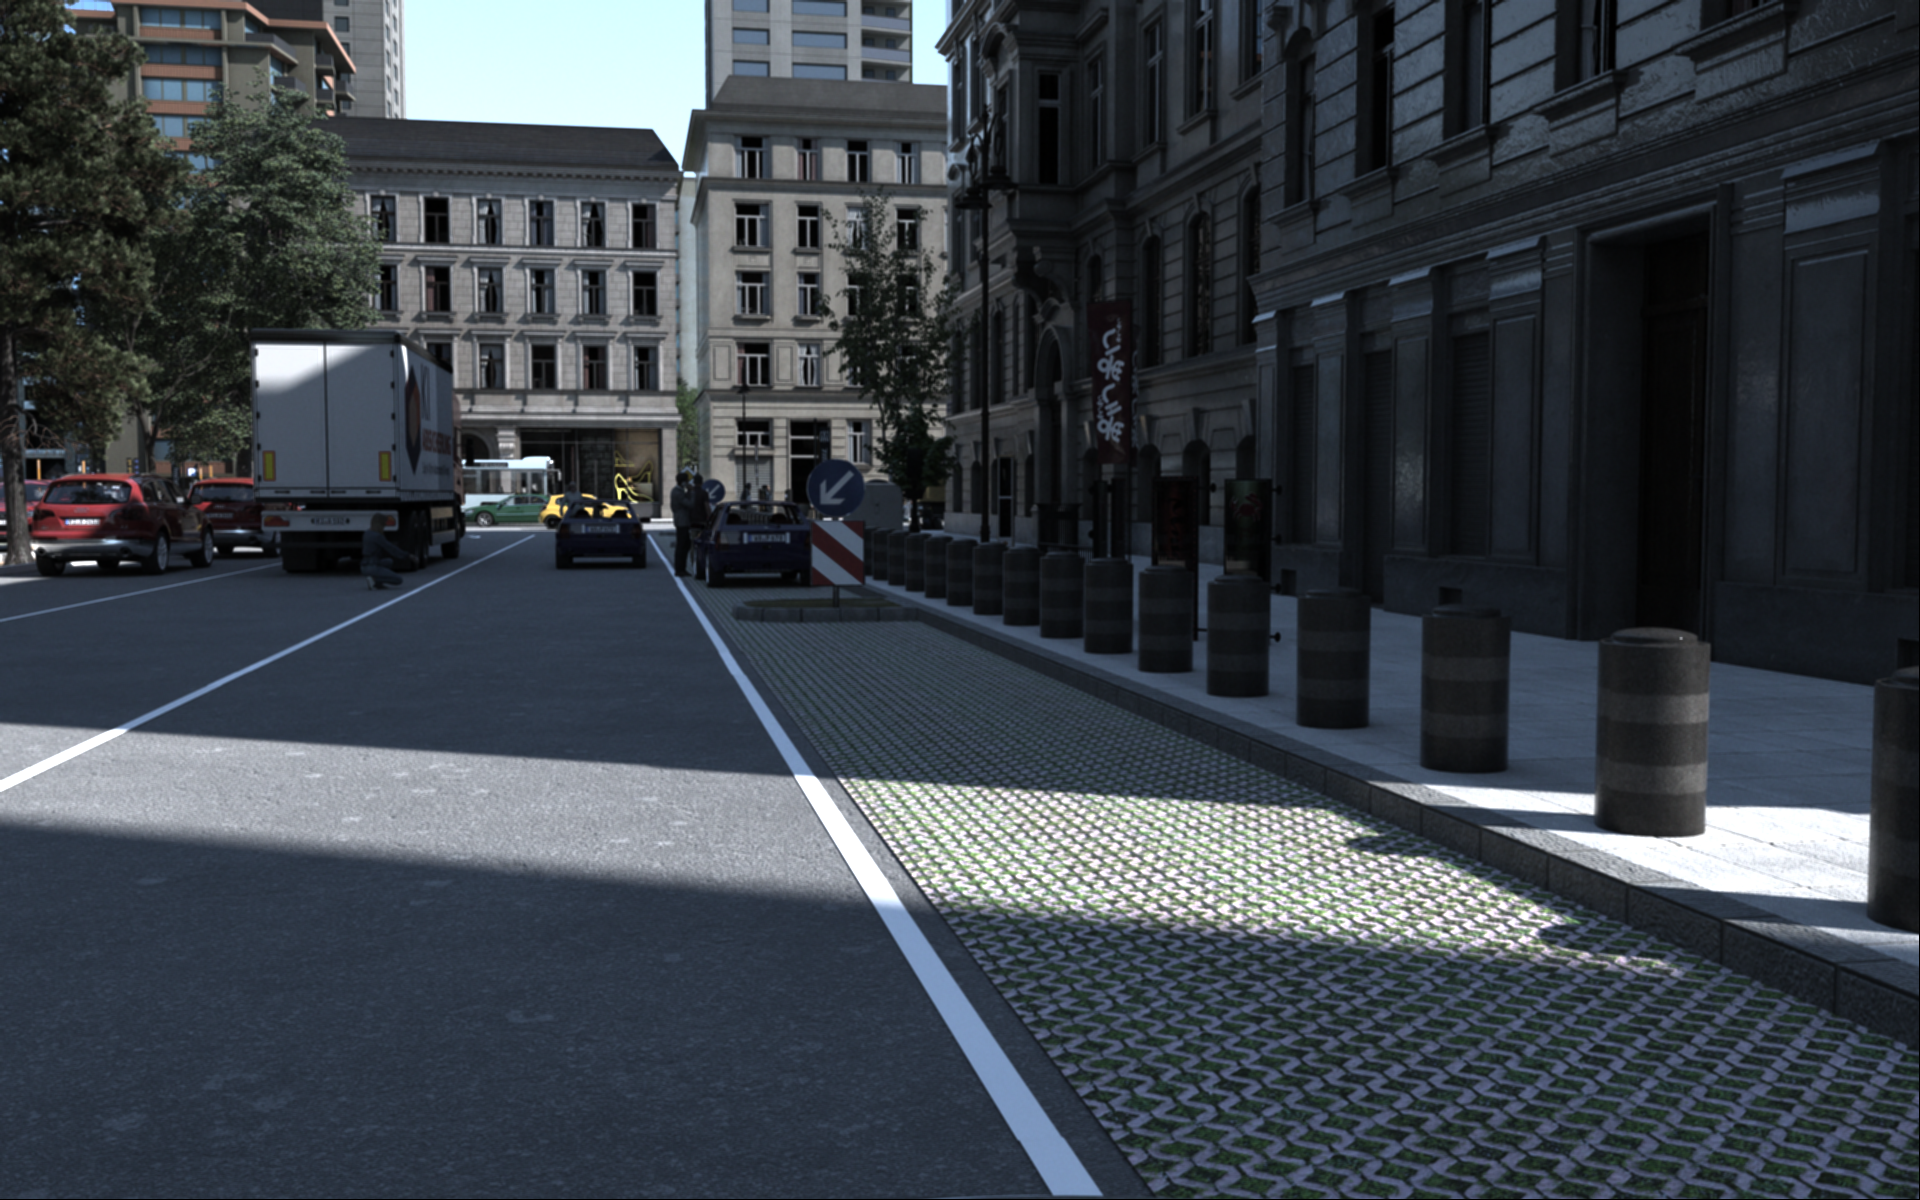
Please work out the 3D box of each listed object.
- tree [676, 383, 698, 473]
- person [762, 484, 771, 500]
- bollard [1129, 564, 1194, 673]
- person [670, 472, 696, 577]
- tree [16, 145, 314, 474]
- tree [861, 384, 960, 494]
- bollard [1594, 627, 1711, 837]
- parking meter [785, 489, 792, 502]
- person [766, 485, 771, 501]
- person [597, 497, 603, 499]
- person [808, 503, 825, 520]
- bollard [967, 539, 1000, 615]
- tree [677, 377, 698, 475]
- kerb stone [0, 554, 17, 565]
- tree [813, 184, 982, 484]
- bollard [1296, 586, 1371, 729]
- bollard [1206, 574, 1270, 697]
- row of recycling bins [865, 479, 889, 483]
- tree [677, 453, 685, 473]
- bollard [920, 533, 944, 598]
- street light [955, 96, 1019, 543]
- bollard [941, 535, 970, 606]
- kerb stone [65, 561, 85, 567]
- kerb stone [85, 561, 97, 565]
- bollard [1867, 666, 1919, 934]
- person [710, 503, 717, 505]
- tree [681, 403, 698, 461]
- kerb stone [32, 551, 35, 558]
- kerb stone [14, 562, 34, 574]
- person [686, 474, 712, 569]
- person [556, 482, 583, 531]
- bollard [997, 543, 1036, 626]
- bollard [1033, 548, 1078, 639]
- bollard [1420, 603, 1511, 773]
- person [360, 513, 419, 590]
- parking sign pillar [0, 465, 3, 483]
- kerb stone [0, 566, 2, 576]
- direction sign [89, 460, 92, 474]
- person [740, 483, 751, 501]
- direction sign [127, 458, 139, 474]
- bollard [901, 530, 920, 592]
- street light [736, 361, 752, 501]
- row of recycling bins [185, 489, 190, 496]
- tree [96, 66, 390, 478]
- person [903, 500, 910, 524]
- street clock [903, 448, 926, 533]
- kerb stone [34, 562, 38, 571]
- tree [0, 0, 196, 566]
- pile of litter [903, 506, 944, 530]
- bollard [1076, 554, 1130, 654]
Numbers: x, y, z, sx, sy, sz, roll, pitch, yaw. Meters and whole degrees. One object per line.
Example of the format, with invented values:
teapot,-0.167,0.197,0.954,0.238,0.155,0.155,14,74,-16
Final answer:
tree,-25.209,-14.101,156.306,9.928,11.665,9.643,0,3,0
person,-7.551,-3.580,67.220,0.473,1.802,0.592,0,4,3
bollard,1.494,0.131,12.575,0.404,0.777,0.398,0,3,0
person,-4.795,-1.306,30.031,0.473,1.802,0.592,0,4,-5
tree,-20.160,-6.515,43.392,8.767,10.594,7.601,-1,4,-11
tree,-0.739,-2.204,30.640,1.663,3.219,1.824,0,3,0
bollard,2.653,0.494,6.642,0.404,0.777,0.398,0,3,0
parking meter,-8.631,-4.824,87.285,0.372,1.533,0.369,0,3,0
person,-7.925,-3.787,70.643,0.641,1.798,0.478,-1,4,-16
person,-11.329,-2.539,53.926,0.435,1.345,0.340,-1,4,-15
person,-6.372,-4.146,76.781,0.782,1.767,0.515,-2,4,-34
bollard,0.340,-0.231,18.500,0.404,0.777,0.398,0,3,0
tree,-27.980,-15.266,167.729,7.486,12.596,7.792,0,3,0
kerb stone,-20.342,-0.908,37.071,0.120,0.150,1.000,-1,4,-11
tree,-1.561,-5.560,41.272,4.737,8.622,4.395,0,3,0
bollard,2.073,0.312,9.619,0.404,0.777,0.398,0,3,0
bollard,1.781,0.222,11.094,0.404,0.777,0.398,0,3,0
row of recycling bins,-2.347,-2.603,49.666,1.069,1.692,3.534,0,4,-2
tree,-37.382,-17.329,217.738,7.601,10.594,8.767,0,4,4
bollard,-0.238,-0.412,21.457,0.404,0.777,0.398,0,3,0
street light,0.302,-2.929,20.682,0.468,5.910,1.993,-1,4,-11
bollard,0.045,-0.322,19.981,0.404,0.777,0.398,0,3,0
kerb stone,-17.702,-0.752,34.491,0.120,0.150,1.000,-1,4,-11
kerb stone,-17.898,-0.814,35.497,0.120,0.150,1.000,-1,4,-11
bollard,2.941,0.584,5.167,0.404,0.777,0.398,0,3,0
person,-11.957,-4.353,82.900,0.697,1.427,0.421,-1,4,-10
tree,-18.598,-10.887,128.363,4.360,8.622,3.978,0,3,0
kerb stone,-20.749,-1.033,39.092,0.120,0.150,1.000,-1,4,-11
kerb stone,-17.110,-0.567,31.464,0.120,0.150,1.000,-1,4,-11
person,-4.959,-1.496,33.095,0.598,1.807,0.434,2,4,34
person,-10.620,-2.341,47.269,0.782,1.767,0.515,-2,4,-30
bollard,0.623,-0.141,17.018,0.404,0.777,0.398,0,3,0
bollard,0.918,-0.050,15.530,0.404,0.777,0.398,0,3,0
bollard,2.368,0.403,8.122,0.404,0.777,0.398,0,3,0
person,-8.740,-0.745,26.187,0.738,1.151,1.012,-3,5,-41
parking sign pillar,-71.766,-8.623,129.464,1.447,3.967,1.447,-3,5,-41
kerb stone,-16.921,-0.502,30.457,0.120,0.150,1.000,-1,4,-11
direction sign,-53.552,-7.017,106.723,0.379,3.537,0.876,-3,4,-37
person,-7.718,-3.305,62.638,0.850,1.850,0.679,0,4,-1
direction sign,-51.835,-7.132,108.598,0.379,3.537,0.876,1,4,22
bollard,-0.525,-0.503,22.934,0.404,0.777,0.398,0,3,0
street light,-7.496,-5.344,60.163,0.468,5.910,1.993,-1,4,-11
row of recycling bins,-61.567,-8.179,140.843,1.069,1.692,3.534,2,4,34
tree,-21.918,-8.775,52.579,9.857,13.997,8.962,0,3,0
person,-2.814,-4.290,84.139,1.012,1.151,0.738,-3,5,-42
street clock,-0.724,-1.403,27.504,0.358,2.002,0.471,0,4,1
kerb stone,-17.319,-0.628,32.468,0.120,0.150,1.000,-1,4,-11
tree,-18.865,-6.708,34.196,6.751,12.117,7.091,0,3,0
pile of litter,-1.326,-2.937,61.986,1.719,0.858,1.176,-1,4,-14
bollard,1.205,0.041,14.050,0.404,0.777,0.398,0,3,0
